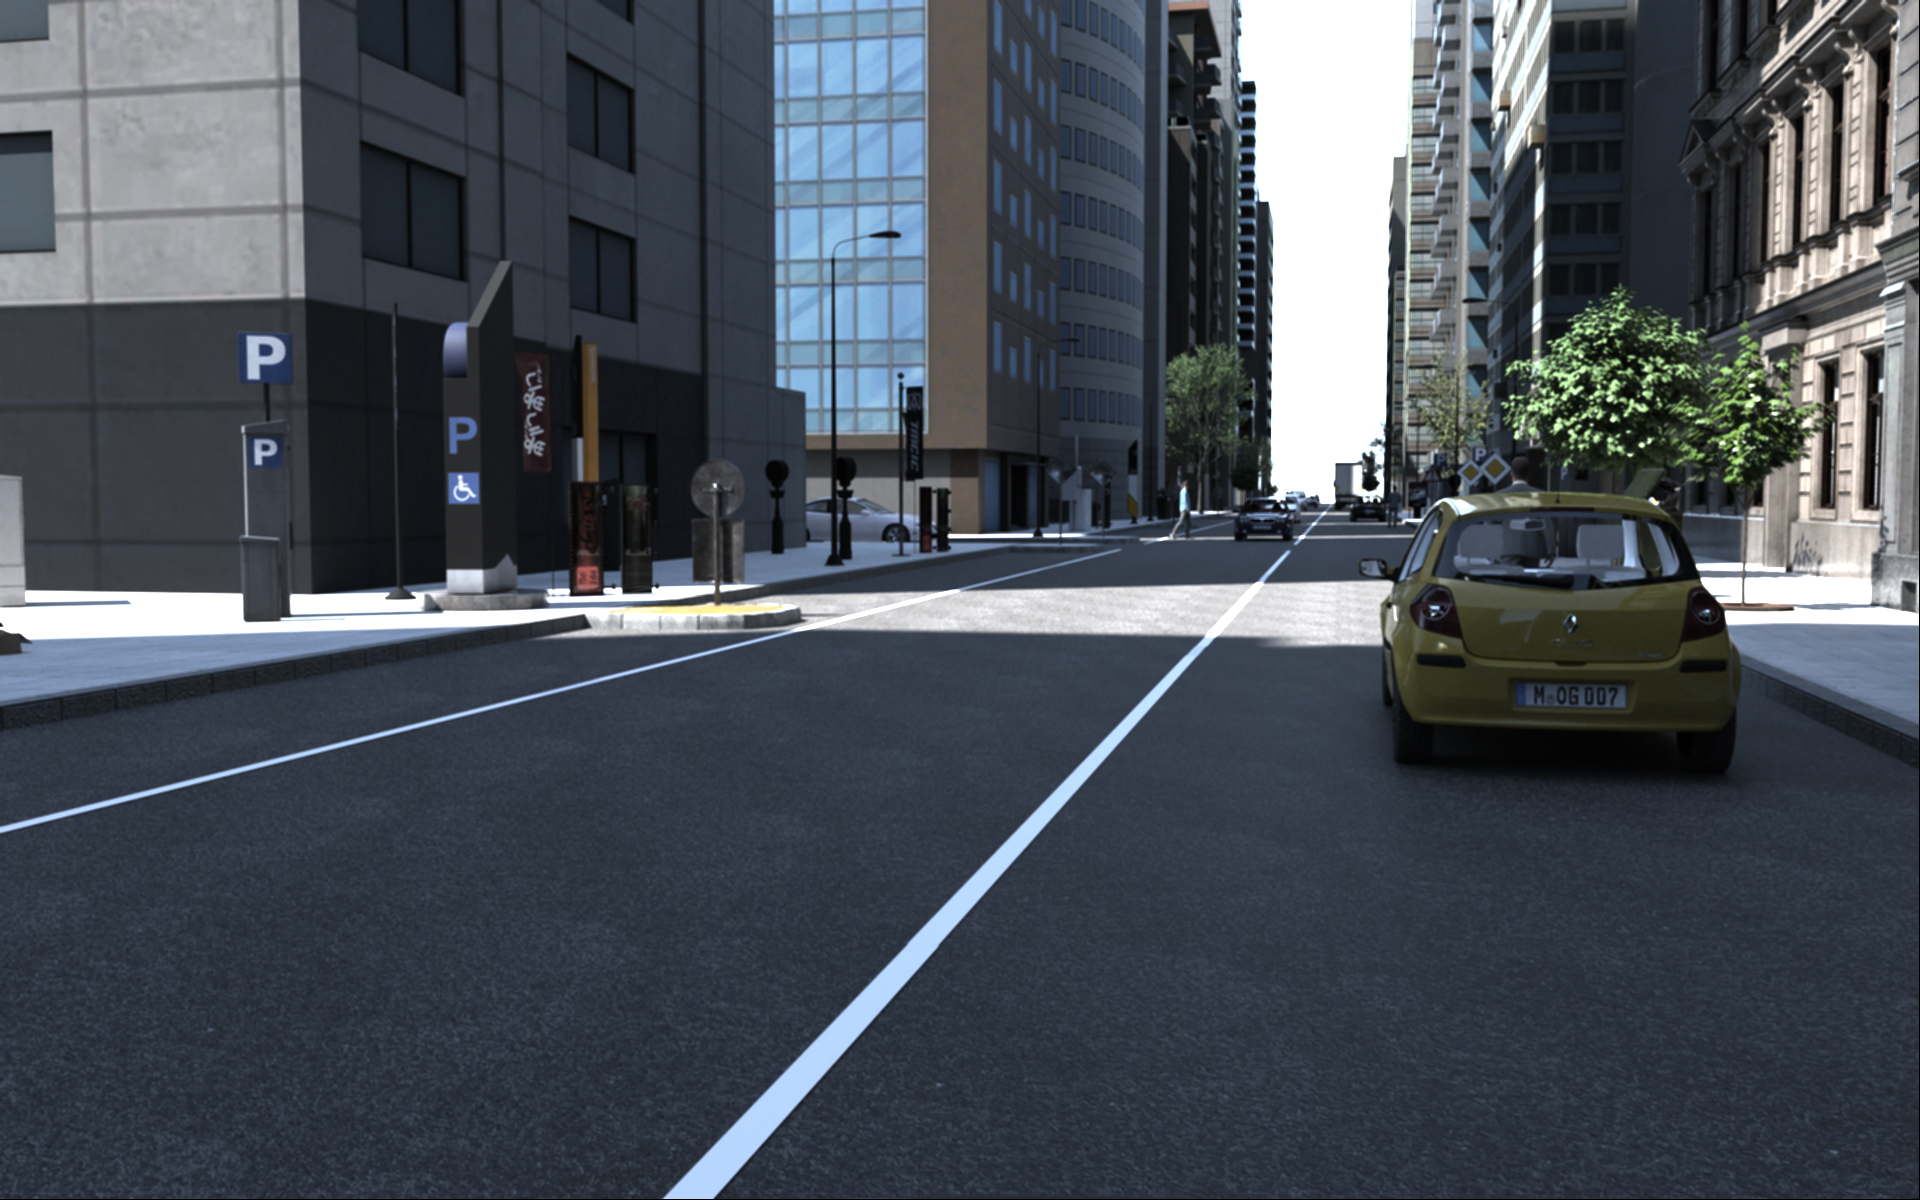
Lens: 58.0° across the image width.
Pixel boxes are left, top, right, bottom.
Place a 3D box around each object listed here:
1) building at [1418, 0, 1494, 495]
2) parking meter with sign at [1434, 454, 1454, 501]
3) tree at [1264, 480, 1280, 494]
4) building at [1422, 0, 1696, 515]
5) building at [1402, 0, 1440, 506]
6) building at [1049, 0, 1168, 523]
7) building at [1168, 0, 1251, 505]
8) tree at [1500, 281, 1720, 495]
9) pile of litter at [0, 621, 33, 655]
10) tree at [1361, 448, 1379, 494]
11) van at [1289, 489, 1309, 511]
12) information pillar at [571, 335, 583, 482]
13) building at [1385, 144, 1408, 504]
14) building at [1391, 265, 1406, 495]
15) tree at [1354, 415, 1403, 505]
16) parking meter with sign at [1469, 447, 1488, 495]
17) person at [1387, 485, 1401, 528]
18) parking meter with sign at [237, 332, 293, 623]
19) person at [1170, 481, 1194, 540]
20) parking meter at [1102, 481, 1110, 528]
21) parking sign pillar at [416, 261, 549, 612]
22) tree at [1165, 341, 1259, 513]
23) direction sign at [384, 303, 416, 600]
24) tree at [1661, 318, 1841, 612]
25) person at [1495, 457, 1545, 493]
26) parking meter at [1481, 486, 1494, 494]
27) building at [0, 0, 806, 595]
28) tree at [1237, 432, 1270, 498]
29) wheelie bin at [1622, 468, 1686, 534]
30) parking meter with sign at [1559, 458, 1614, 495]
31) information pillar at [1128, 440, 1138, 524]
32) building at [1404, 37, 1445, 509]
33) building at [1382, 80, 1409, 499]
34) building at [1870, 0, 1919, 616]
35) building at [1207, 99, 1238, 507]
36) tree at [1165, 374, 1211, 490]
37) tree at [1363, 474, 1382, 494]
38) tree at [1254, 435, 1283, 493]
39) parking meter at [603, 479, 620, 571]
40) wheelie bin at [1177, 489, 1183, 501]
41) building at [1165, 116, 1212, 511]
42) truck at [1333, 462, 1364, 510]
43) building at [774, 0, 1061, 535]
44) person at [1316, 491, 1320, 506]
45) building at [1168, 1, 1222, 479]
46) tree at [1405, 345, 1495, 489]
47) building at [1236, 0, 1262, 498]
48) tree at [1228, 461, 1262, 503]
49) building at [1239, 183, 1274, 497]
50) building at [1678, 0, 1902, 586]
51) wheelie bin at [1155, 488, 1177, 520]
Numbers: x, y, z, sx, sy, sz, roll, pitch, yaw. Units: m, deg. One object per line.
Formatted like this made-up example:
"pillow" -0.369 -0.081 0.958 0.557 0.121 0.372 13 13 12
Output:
"building" 48.495 -31.494 134.533 23.786 49.044 30.456 1 4 12
"parking meter with sign" 20.820 -4.738 73.732 0.543 3.016 1.738 -1 4 -10
"tree" 41.494 -14.520 232.006 1.663 3.219 1.824 0 3 0
"building" 43.997 -24.974 100.199 32.217 40.220 23.993 1 4 12
"building" 56.477 -38.846 177.135 21.231 58.520 28.212 1 4 12
"building" -1.101 -33.493 89.611 21.231 58.520 28.212 1 4 12
"building" 26.928 -47.854 220.667 20.563 71.187 20.611 1 4 12
"tree" 10.229 -2.630 26.717 4.285 4.588 4.351 0 3 0
"pile of litter" -8.086 0.003 13.921 1.176 0.858 1.719 0 4 -5
"tree" 63.996 -19.657 271.748 4.737 8.622 4.395 0 3 0
"van" 29.552 -8.846 151.635 2.013 2.044 4.112 1 4 11
"information pillar" -5.683 -2.104 25.748 0.183 3.616 0.504 -1 4 -22
"building" 68.792 -37.314 233.792 21.300 48.544 21.600 1 4 12
"building" 61.603 -27.277 217.676 14.160 30.474 14.107 1 4 12
"tree" 50.025 -16.539 204.825 7.601 10.594 8.767 -1 4 -16
"parking meter with sign" 19.379 -4.203 64.986 0.543 3.016 1.738 1 4 8
"person" 18.495 -3.990 73.937 0.606 1.804 0.583 0 4 -8
"parking meter with sign" -7.236 -1.331 18.021 0.543 3.016 1.738 -1 4 -19
"person" 7.028 -2.826 54.561 0.748 1.841 0.638 1 4 21
"parking meter" 5.473 -3.617 64.845 0.255 1.863 0.399 0 4 -5
"parking sign pillar" -5.388 -1.896 19.465 1.447 3.967 1.447 0 4 2
"tree" 16.503 -11.767 118.149 9.928 11.665 9.643 0 3 0
"direction sign" -6.820 -1.774 21.001 0.379 3.537 0.876 -1 4 -20
"tree" 8.631 -1.511 19.307 1.663 3.219 1.824 0 3 0
"person" 5.401 -0.488 16.753 0.678 1.792 0.850 1 4 16
"parking meter" 16.033 -2.710 52.715 0.372 1.533 0.369 0 3 0
"building" -15.967 -36.312 31.952 20.611 71.187 20.563 1 4 12
"tree" 33.555 -15.212 199.078 4.737 8.622 4.395 0 3 0
"wheelie bin" 8.538 -0.828 21.451 0.693 1.594 0.980 0 4 -4
"parking meter with sign" 12.551 -2.381 35.186 1.738 3.016 0.543 -1 4 -12
"information pillar" 7.420 -5.072 74.280 0.504 3.616 0.183 -3 4 -39
"building" 47.924 -28.995 157.657 14.154 41.232 14.086 1 4 12
"building" 75.454 -57.846 258.454 22.319 86.520 31.000 1 4 12
"building" 13.143 -9.814 9.611 9.793 20.994 18.267 1 4 12
"building" 20.189 -30.092 175.605 14.154 41.232 14.086 1 4 12
"tree" 13.427 -9.482 105.385 4.360 8.622 3.978 0 3 0
"tree" 61.063 -16.745 257.500 4.285 4.588 4.351 0 3 0
"tree" 37.501 -15.993 211.842 4.360 8.622 3.978 0 3 0
"parking meter" -5.854 -1.249 28.837 0.372 1.533 0.369 0 3 0
"wheelie bin" 12.729 -5.616 99.725 0.693 1.594 0.980 2 4 31
"building" 11.769 -22.139 133.679 14.160 30.474 14.107 1 4 12
"truck" 35.209 -10.283 157.042 2.839 4.237 11.283 1 4 12
"building" -4.381 -25.124 60.885 14.600 45.320 14.200 1 4 12
"person" 43.295 -12.317 209.867 0.705 1.826 1.348 0 4 -5
"building" 11.672 -30.618 155.225 22.147 44.769 28.867 1 4 12
"tree" 24.475 -8.328 86.524 4.737 8.622 4.395 0 3 0
"building" 32.144 -57.049 245.427 22.319 86.520 31.000 1 4 12
"tree" 27.935 -11.371 169.636 4.285 4.588 4.351 0 3 0
"building" 37.989 -39.668 272.278 21.300 48.544 21.600 1 4 12
"building" 18.449 -9.978 27.770 10.561 19.102 19.286 1 4 12
"wheelie bin" 10.195 -4.822 86.744 0.693 1.594 0.980 2 4 32
